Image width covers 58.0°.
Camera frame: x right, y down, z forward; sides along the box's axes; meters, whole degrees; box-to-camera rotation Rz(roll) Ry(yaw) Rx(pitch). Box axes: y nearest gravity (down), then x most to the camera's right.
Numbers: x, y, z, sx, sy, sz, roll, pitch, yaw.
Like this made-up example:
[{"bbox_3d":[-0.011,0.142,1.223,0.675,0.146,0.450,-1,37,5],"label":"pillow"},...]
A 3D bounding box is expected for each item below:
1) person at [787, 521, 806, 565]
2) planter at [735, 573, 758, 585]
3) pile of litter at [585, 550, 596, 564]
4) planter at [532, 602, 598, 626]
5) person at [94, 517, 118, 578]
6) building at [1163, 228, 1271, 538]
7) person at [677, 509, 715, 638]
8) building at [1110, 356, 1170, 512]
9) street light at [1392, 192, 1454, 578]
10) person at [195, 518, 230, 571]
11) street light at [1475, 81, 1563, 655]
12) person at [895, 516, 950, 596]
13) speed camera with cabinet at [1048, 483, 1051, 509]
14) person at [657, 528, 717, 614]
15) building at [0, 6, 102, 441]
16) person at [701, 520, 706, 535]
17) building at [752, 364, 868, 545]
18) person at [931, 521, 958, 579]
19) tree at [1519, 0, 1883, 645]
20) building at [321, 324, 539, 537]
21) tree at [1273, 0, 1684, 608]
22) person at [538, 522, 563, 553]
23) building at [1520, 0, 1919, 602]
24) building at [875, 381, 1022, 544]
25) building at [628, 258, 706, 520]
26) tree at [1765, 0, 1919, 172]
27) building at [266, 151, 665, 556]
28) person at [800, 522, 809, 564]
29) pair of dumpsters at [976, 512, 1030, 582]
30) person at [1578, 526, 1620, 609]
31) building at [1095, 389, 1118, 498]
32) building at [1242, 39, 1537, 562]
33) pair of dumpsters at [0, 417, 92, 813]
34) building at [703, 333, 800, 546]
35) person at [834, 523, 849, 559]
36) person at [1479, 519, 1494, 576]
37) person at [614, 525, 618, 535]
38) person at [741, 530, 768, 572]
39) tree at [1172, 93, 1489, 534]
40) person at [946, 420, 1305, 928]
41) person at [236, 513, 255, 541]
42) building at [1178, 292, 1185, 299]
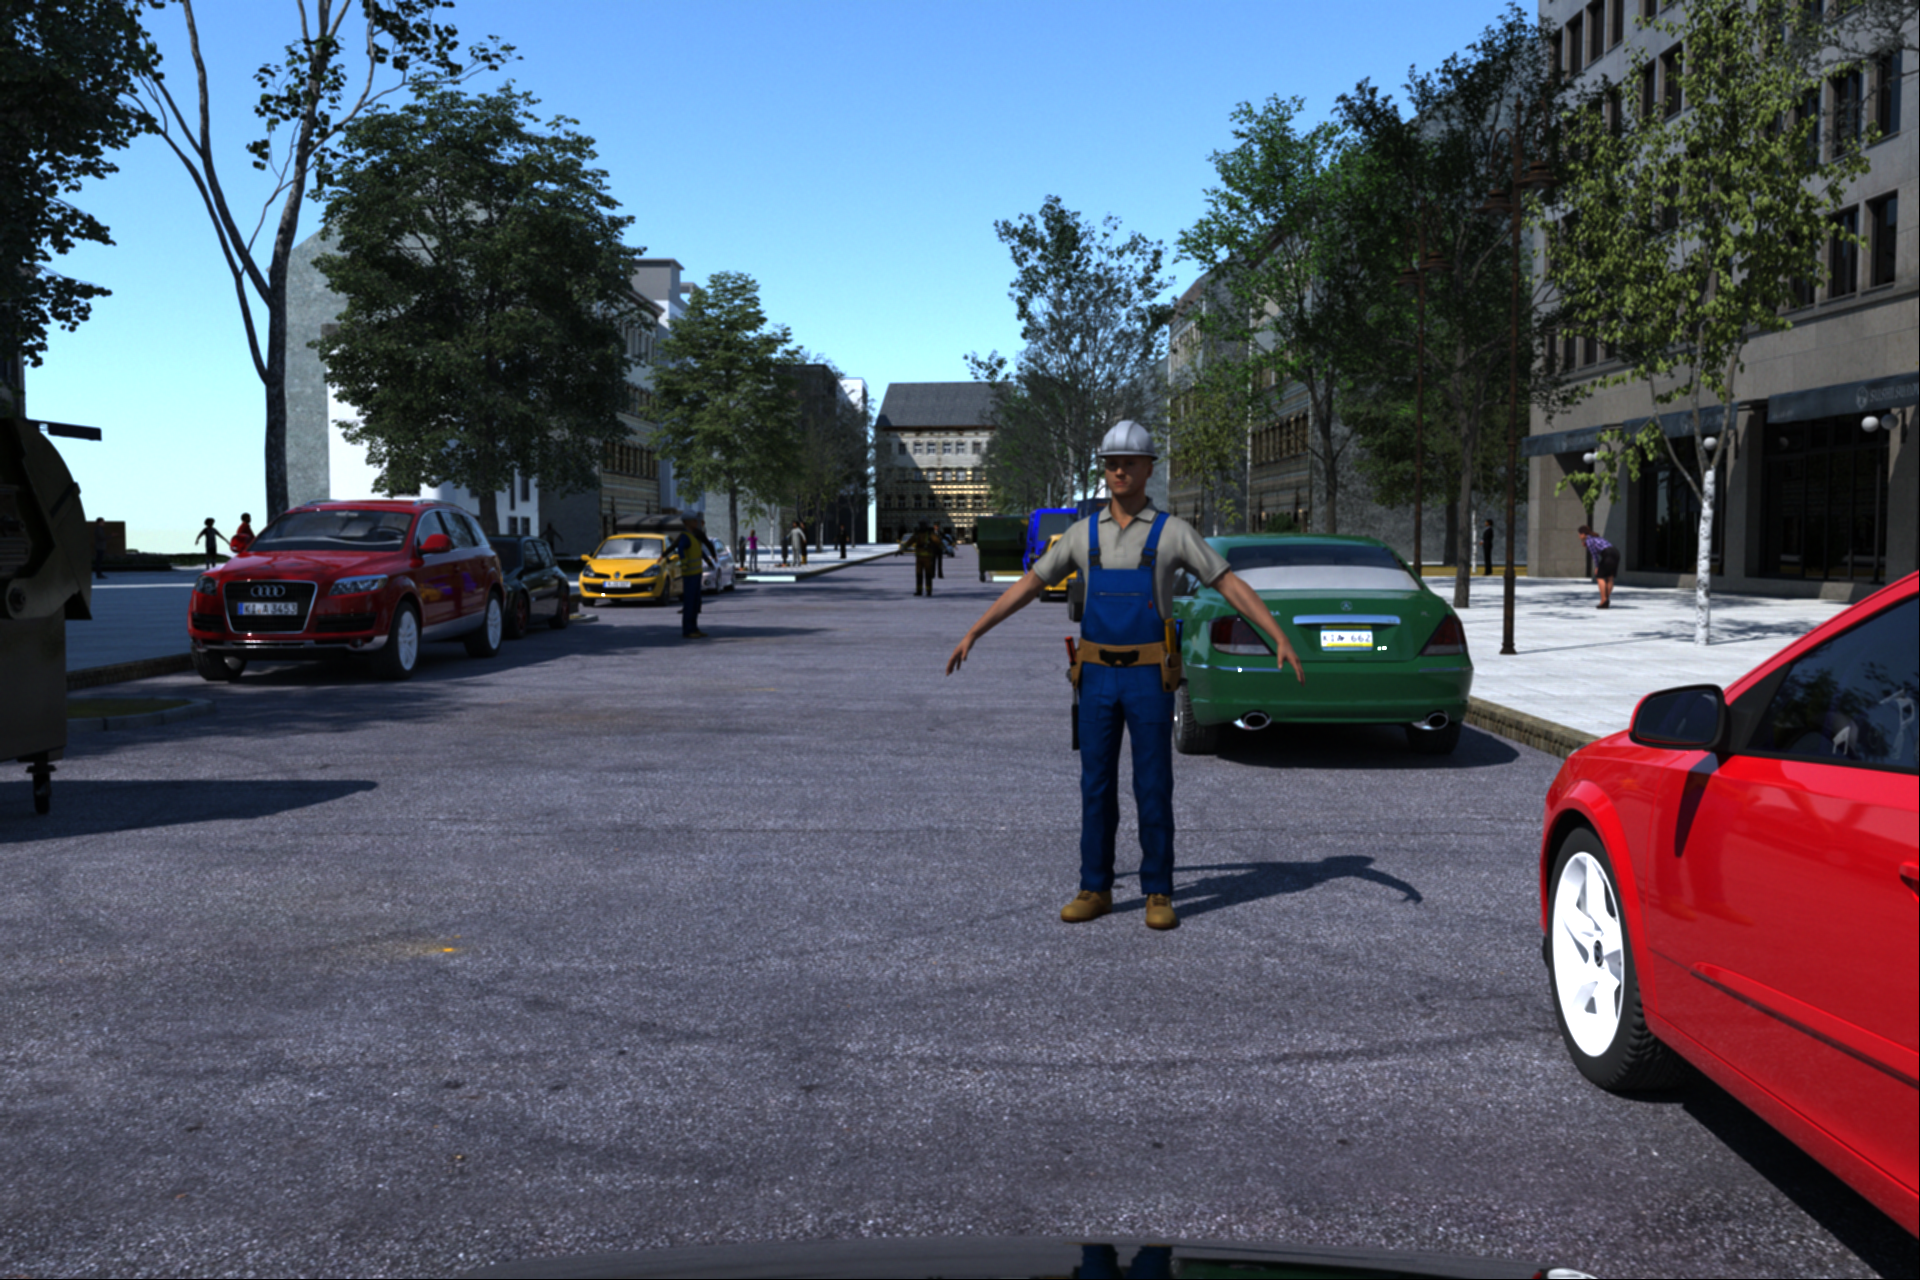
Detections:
[{"bbox_3d":[-6.821,-4.017,71.866,1.347,1.806,0.705,3,5,40],"label":"person"},{"bbox_3d":[-6.887,-1.768,50.049,1.991,0.319,1.994,0,3,0],"label":"planter"},{"bbox_3d":[-10.153,-2.146,49.058,1.176,0.858,1.719,0,3,0],"label":"pile of litter"},{"bbox_3d":[-6.970,-0.427,28.121,1.991,0.319,1.994,0,3,0],"label":"planter"},{"bbox_3d":[-24.684,-2.662,50.097,0.750,1.759,0.617,-1,4,-13],"label":"person"},{"bbox_3d":[23.823,-17.198,112.121,19.493,23.208,18.063,0,4,0],"label":"building"},{"bbox_3d":[-3.648,-0.923,24.017,0.721,1.772,1.216,1,4,10],"label":"person"},{"bbox_3d":[26.432,-21.908,189.120,19.493,23.208,18.063,0,4,1],"label":"building"},{"bbox_3d":[6.351,-3.127,23.915,0.468,5.910,1.993,0,4,0],"label":"street light"},{"bbox_3d":[-25.235,-3.195,58.388,0.704,1.843,1.345,2,4,28],"label":"person"},{"bbox_3d":[5.854,-2.785,18.316,0.468,5.910,1.993,0,4,1],"label":"street light"},{"bbox_3d":[-0.846,-1.949,40.086,1.354,1.858,0.705,1,4,21],"label":"person"},{"bbox_3d":[3.673,-4.444,66.994,0.660,3.252,2.038,0,3,0],"label":"speed camera with cabinet"},{"bbox_3d":[-4.874,-1.383,31.292,0.704,1.802,1.346,3,5,43],"label":"person"},{"bbox_3d":[-31.976,-18.180,43.360,12.429,33.558,17.177,0,4,0],"label":"building"},{"bbox_3d":[-9.506,-3.514,63.725,0.705,1.796,1.348,-1,4,-12],"label":"person"},{"bbox_3d":[-26.667,-23.268,224.405,27.936,21.610,32.646,0,3,0],"label":"building"},{"bbox_3d":[-0.739,-2.902,55.840,1.347,1.837,0.705,-1,4,-14],"label":"person"},{"bbox_3d":[8.614,-4.260,20.019,4.737,8.622,4.395,0,3,0],"label":"tree"},{"bbox_3d":[-24.699,-8.629,83.236,9.099,9.664,28.070,0,4,0],"label":"building"},{"bbox_3d":[9.044,-5.837,29.854,7.601,10.594,8.767,-1,4,-17],"label":"tree"},{"bbox_3d":[-18.715,-4.458,79.009,1.348,1.813,0.705,1,4,13],"label":"person"},{"bbox_3d":[26.292,-14.057,32.000,24.374,26.755,37.873,0,3,0],"label":"building"},{"bbox_3d":[-1.281,-25.393,248.561,18.063,23.208,19.493,1,4,10],"label":"building"},{"bbox_3d":[-24.571,-16.129,120.129,16.016,20.090,11.380,0,4,0],"label":"building"},{"bbox_3d":[8.796,-6.181,11.430,12.009,13.543,11.850,0,3,0],"label":"tree"},{"bbox_3d":[-29.697,-16.939,107.877,19.493,23.208,18.063,0,4,1],"label":"building"},{"bbox_3d":[-6.655,-4.115,73.419,0.704,1.812,1.346,1,4,16],"label":"person"},{"bbox_3d":[2.691,-2.863,51.758,4.436,2.255,1.574,0,3,0],"label":"pair of dumpsters"},{"bbox_3d":[10.949,-1.250,29.721,0.697,1.427,0.421,3,4,38],"label":"person"},{"bbox_3d":[22.542,-22.379,222.323,16.016,20.090,11.380,0,4,0],"label":"building"},{"bbox_3d":[25.162,-15.632,86.513,19.493,23.208,18.063,0,4,1],"label":"building"},{"bbox_3d":[-6.704,-0.203,8.274,4.436,2.255,1.574,0,4,0],"label":"pair of dumpsters"},{"bbox_3d":[-28.033,-21.944,189.709,19.493,23.208,18.063,0,3,0],"label":"building"},{"bbox_3d":[-6.049,-5.083,89.040,0.705,1.837,1.347,-3,4,-37],"label":"person"},{"bbox_3d":[16.177,-2.849,53.307,0.721,1.740,1.216,2,4,29],"label":"person"},{"bbox_3d":[-17.795,-5.140,90.224,0.705,1.806,1.347,-1,4,-20],"label":"person"},{"bbox_3d":[-6.950,-3.007,58.434,0.991,1.433,0.599,1,4,18],"label":"person"},{"bbox_3d":[8.792,-7.063,41.228,9.928,11.665,9.643,0,3,0],"label":"tree"},{"bbox_3d":[0.610,0.117,6.397,1.347,1.847,0.705,1,4,20],"label":"person"},{"bbox_3d":[-18.064,-2.313,43.922,0.704,1.816,1.345,0,4,2],"label":"person"},{"bbox_3d":[22.106,-17.115,136.255,16.016,20.090,11.380,0,3,0],"label":"building"}]
